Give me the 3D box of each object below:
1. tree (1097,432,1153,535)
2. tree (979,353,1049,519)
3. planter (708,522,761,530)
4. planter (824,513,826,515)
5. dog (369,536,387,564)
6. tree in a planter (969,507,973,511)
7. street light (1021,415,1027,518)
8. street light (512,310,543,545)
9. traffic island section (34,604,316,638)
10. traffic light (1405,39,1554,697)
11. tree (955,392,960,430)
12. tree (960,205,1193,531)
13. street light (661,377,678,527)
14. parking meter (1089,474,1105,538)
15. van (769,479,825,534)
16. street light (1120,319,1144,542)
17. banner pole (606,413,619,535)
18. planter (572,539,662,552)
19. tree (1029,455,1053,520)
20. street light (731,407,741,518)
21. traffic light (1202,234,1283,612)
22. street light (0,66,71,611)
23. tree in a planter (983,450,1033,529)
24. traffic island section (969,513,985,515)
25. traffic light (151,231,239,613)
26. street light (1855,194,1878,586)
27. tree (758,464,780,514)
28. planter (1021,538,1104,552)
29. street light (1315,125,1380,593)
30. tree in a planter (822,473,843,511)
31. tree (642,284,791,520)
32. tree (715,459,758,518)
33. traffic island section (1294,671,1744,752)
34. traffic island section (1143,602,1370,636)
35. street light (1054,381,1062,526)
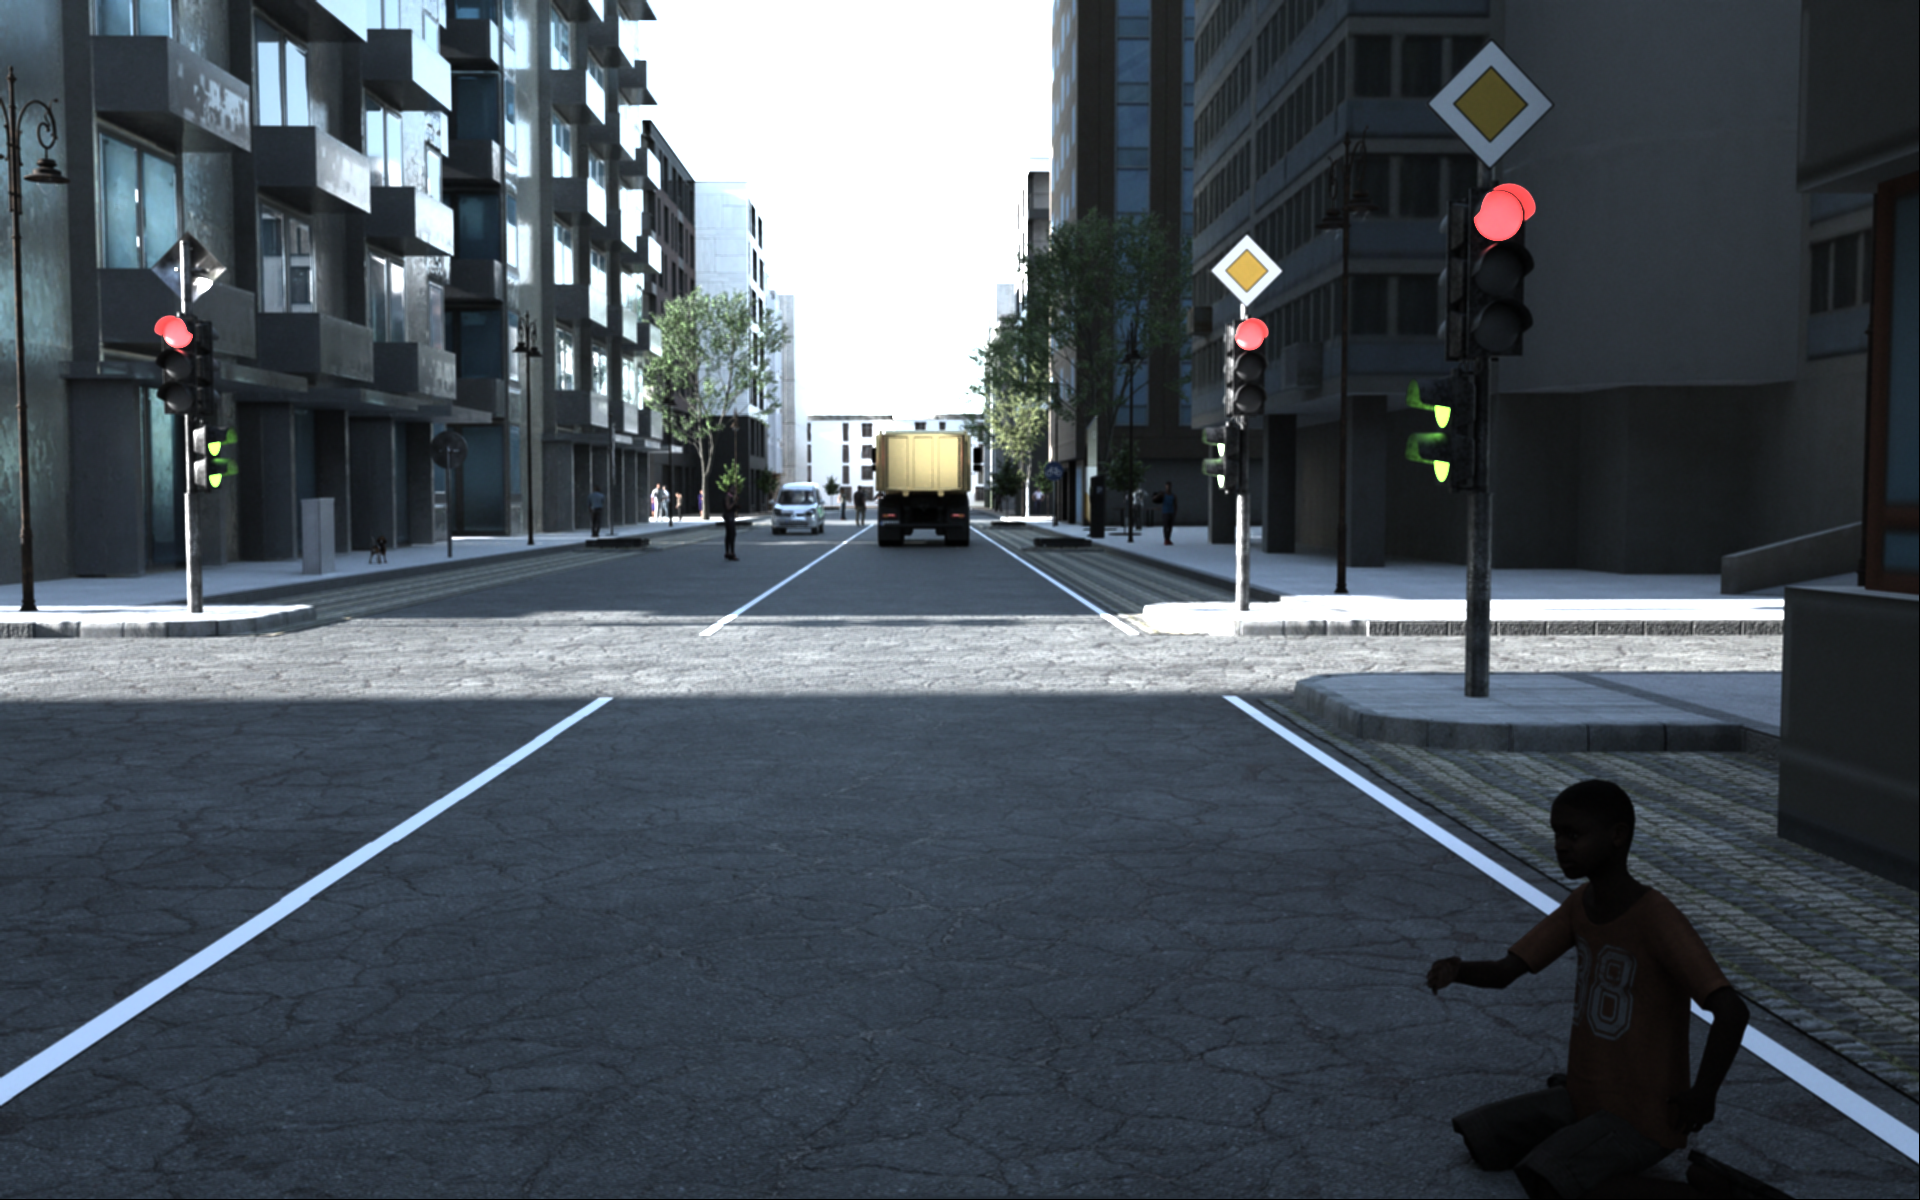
[{"bbox_3d":[5.166,-3.655,54.357,1.663,3.219,1.824,0,3,0],"label":"tree"},{"bbox_3d":[3.277,-8.519,89.648,4.737,8.622,4.395,0,3,0],"label":"tree"},{"bbox_3d":[-9.158,-3.020,70.522,1.991,0.319,1.994,0,4,-1],"label":"planter"},{"bbox_3d":[-10.312,-6.077,120.502,1.991,0.319,1.994,0,4,-1],"label":"planter"},{"bbox_3d":[-10.775,-0.932,32.066,0.406,0.507,0.540,-3,4,-37],"label":"dog"},{"bbox_3d":[0.097,-9.272,148.822,1.991,3.239,1.994,0,4,-1],"label":"tree in a planter"},{"bbox_3d":[3.414,-7.395,93.688,0.468,5.910,1.993,0,4,-1],"label":"street light"},{"bbox_3d":[-10.880,-4.339,43.723,0.468,5.910,1.993,0,4,-1],"label":"street light"},{"bbox_3d":[-8.281,0.218,18.721,2.009,0.180,2.903,0,4,-1],"label":"traffic island section"},{"bbox_3d":[3.262,-1.343,10.882,0.839,4.253,0.868,0,4,-1],"label":"traffic light"},{"bbox_3d":[3.527,-10.723,101.083,9.928,11.665,9.643,0,3,0],"label":"tree"},{"bbox_3d":[5.085,-8.291,61.312,9.928,11.665,9.643,0,3,0],"label":"tree"},{"bbox_3d":[-11.449,-5.848,68.398,0.468,5.910,1.993,0,4,-1],"label":"street light"},{"bbox_3d":[3.998,-2.738,50.480,0.399,1.863,0.255,-1,4,-20],"label":"parking meter"},{"bbox_3d":[-5.849,-3.408,62.738,2.013,2.044,4.112,0,4,0],"label":"van"},{"bbox_3d":[4.542,-4.474,45.941,0.468,5.910,1.993,0,4,-1],"label":"street light"},{"bbox_3d":[-10.815,-3.910,53.942,0.401,3.779,0.863,0,4,0],"label":"banner pole"},{"bbox_3d":[-8.523,-1.359,43.367,1.991,0.319,1.994,0,4,-1],"label":"planter"},{"bbox_3d":[4.400,-5.552,85.372,1.663,3.219,1.824,0,3,0],"label":"tree"},{"bbox_3d":[-11.903,-7.296,92.083,0.468,5.910,1.993,0,4,-1],"label":"street light"},{"bbox_3d":[3.077,-1.831,18.865,0.839,4.253,0.868,0,4,-1],"label":"traffic light"},{"bbox_3d":[-10.244,-2.819,18.873,0.468,5.910,1.993,0,4,-1],"label":"street light"},{"bbox_3d":[1.924,-4.481,70.479,1.991,3.239,1.994,0,4,-1],"label":"tree in a planter"},{"bbox_3d":[0.748,-6.036,121.552,1.991,0.108,1.994,0,4,-1],"label":"traffic island section"},{"bbox_3d":[-8.241,-1.814,18.588,0.839,4.253,0.868,0,4,-1],"label":"traffic light"},{"bbox_3d":[5.385,-2.285,10.141,0.468,5.910,1.993,0,4,-1],"label":"street light"},{"bbox_3d":[-12.317,-7.138,111.311,1.663,3.219,1.824,0,3,0],"label":"tree"},{"bbox_3d":[2.537,-1.376,43.631,1.991,0.319,1.994,0,4,-1],"label":"planter"},{"bbox_3d":[4.939,-3.026,22.256,0.468,5.910,1.993,0,4,-1],"label":"street light"},{"bbox_3d":[-10.949,-9.205,147.719,1.991,3.239,1.994,0,4,-1],"label":"tree in a planter"},{"bbox_3d":[-12.348,-9.719,84.663,9.928,11.665,9.643,0,3,0],"label":"tree"},{"bbox_3d":[-12.278,-6.095,94.258,1.663,3.219,1.824,0,3,0],"label":"tree"},{"bbox_3d":[3.303,0.690,10.997,2.009,0.180,2.903,0,4,-1],"label":"traffic island section"},{"bbox_3d":[3.117,0.202,18.980,2.009,0.180,2.903,0,4,-1],"label":"traffic island section"},{"bbox_3d":[3.903,-5.946,70.005,0.468,5.910,1.993,0,4,-1],"label":"street light"}]
